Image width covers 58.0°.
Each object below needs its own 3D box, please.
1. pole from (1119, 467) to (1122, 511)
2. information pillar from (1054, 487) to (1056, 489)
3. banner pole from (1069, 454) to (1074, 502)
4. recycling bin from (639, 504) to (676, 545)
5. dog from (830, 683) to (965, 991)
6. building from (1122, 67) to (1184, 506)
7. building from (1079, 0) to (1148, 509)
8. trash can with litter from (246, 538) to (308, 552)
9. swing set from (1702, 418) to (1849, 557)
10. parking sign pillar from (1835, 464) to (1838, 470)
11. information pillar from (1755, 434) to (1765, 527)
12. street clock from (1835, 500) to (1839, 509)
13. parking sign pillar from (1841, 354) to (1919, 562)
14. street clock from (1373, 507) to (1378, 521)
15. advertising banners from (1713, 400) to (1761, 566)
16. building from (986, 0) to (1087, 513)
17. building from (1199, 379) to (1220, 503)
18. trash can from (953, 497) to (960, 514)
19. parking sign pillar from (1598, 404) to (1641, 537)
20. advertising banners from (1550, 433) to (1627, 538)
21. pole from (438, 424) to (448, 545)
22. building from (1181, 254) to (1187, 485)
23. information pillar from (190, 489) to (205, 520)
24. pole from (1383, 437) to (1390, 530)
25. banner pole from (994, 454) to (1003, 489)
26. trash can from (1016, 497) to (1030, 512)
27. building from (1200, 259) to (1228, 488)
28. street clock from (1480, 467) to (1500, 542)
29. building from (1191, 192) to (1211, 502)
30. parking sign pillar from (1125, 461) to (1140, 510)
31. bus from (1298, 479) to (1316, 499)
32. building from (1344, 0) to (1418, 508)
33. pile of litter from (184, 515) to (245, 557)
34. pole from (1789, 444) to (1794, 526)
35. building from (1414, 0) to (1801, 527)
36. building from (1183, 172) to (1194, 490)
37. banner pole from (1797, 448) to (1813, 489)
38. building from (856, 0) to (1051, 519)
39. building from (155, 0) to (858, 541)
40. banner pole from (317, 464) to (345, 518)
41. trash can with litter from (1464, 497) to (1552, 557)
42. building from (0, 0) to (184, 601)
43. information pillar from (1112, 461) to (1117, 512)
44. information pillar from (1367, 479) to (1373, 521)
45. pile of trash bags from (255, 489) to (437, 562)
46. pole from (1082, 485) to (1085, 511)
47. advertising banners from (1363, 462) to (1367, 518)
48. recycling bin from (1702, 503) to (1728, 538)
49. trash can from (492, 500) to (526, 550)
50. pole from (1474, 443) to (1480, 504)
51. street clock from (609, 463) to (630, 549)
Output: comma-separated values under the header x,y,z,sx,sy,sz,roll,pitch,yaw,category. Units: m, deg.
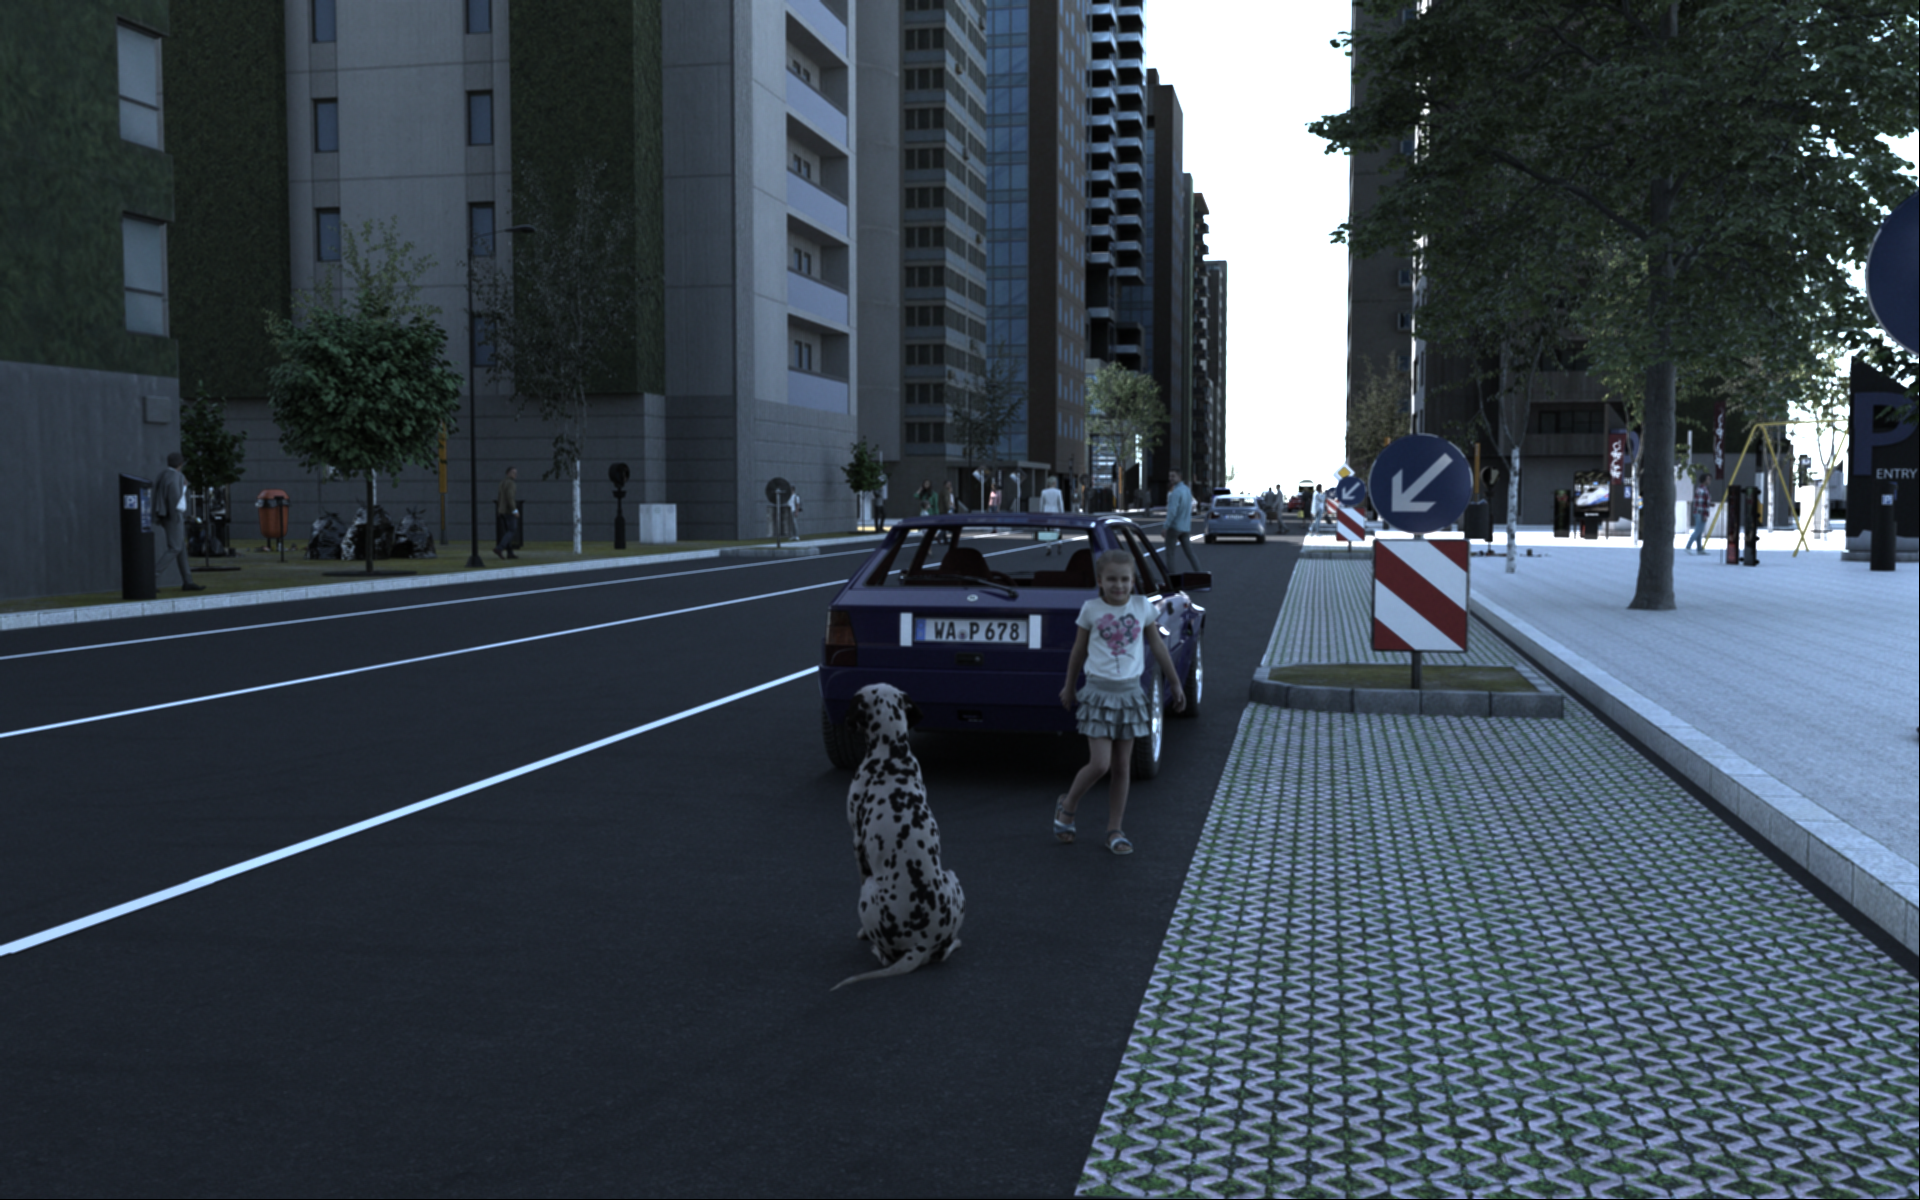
x,y,z,sx,sy,sz,roll,pitch,yaw,category
11.881,-8.210,128.083,0.158,3.312,0.155,0,3,0,pole
5.779,-6.274,107.077,0.304,2.012,0.304,-1,4,-10,information pillar
6.925,-7.194,107.635,0.401,3.779,0.863,1,4,23,banner pole
-7.729,-1.943,44.321,0.722,1.027,0.722,-2,4,-35,recycling bin
-0.253,0.703,5.348,0.513,0.831,0.800,1,4,20,dog
16.562,-32.853,187.261,14.600,45.320,14.200,1,4,12,building
7.363,-52.109,164.654,22.319,86.520,31.000,1,4,12,building
-15.296,-1.724,39.239,1.678,1.210,2.233,0,4,1,trash can with litter
18.092,-2.407,36.974,2.862,2.851,3.119,-1,4,-15,swing set
68.372,-8.985,135.379,1.447,3.967,1.447,-1,4,-20,parking sign pillar
30.953,-4.629,67.039,0.183,3.616,0.504,0,4,-2,information pillar
58.363,-6.766,115.199,0.358,2.002,0.471,-2,4,-23,street clock
17.721,-2.732,33.134,1.447,3.967,1.447,1,4,22,parking sign pillar
20.127,-4.853,83.922,0.358,2.002,0.471,-1,4,-17,street clock
14.138,-2.165,31.588,0.090,3.025,2.074,0,4,2,advertising banners
1.005,-28.812,121.188,14.600,45.320,14.200,1,4,12,building
26.674,-26.362,276.061,27.650,21.520,28.899,1,4,12,building
-0.391,-3.956,76.327,0.748,1.137,0.748,0,3,0,trash can
19.916,-3.891,52.094,1.447,3.967,1.447,-3,4,-36,parking sign pillar
18.246,-3.308,50.267,2.074,3.025,0.090,2,4,31,advertising banners
-12.982,-3.037,43.494,0.158,3.312,0.155,0,3,0,pole
18.779,-26.299,201.684,14.160,30.474,14.107,1,4,12,building
-21.123,-2.660,47.990,0.304,2.012,0.304,-3,5,-40,information pillar
15.298,-4.175,62.096,0.158,3.312,0.155,0,3,0,pole
2.360,-7.237,108.347,0.863,3.779,0.401,-2,4,-31,banner pole
3.142,-4.592,86.733,0.748,1.137,0.748,0,3,0,trash can
38.091,-37.395,294.999,14.154,41.232,14.086,1,4,12,building
14.045,-2.531,45.951,0.471,2.002,0.358,0,4,-1,street clock
23.871,-36.182,246.197,22.147,44.769,28.867,1,4,12,building
14.159,-9.454,143.044,1.447,3.967,1.447,-1,4,-18,parking sign pillar
56.836,-17.888,284.021,2.896,3.916,12.252,1,4,12,bus
40.340,-31.002,130.579,21.300,48.544,21.600,1,4,12,building
-15.518,-1.317,35.495,1.719,0.858,1.176,2,4,24,pile of litter
33.770,-4.682,70.393,0.158,3.312,0.155,0,3,0,pole
27.178,-18.561,75.178,14.107,30.474,14.160,1,4,12,building
21.346,-32.514,215.194,14.154,41.232,14.086,1,4,12,building
46.247,-6.401,94.672,0.863,3.779,0.401,3,4,38,banner pole
-11.686,-24.738,96.355,32.217,40.220,23.993,1,4,12,building
-18.209,-31.517,57.306,28.212,58.520,21.231,1,4,12,building
-15.507,-3.210,42.497,0.863,3.779,0.401,-3,5,-43,banner pole
11.089,-1.510,35.739,2.233,1.210,1.678,1,4,10,trash can with litter
-19.107,-20.434,17.695,14.154,41.232,14.086,1,4,12,building
10.984,-8.078,123.430,0.183,3.616,0.504,2,4,32,information pillar
19.703,-4.813,83.184,0.304,2.012,0.304,1,4,17,information pillar
-12.123,-1.477,33.900,1.912,1.369,3.447,3,4,37,pile of trash bags
9.280,-8.327,129.981,0.158,3.312,0.155,0,3,0,pole
21.895,-5.927,93.102,0.090,3.025,2.074,0,4,2,advertising banners
22.157,-2.341,50.830,0.722,1.027,0.722,1,4,10,recycling bin
-10.455,-1.745,40.185,0.748,1.137,0.748,0,3,0,trash can
20.665,-4.613,69.261,0.158,3.312,0.155,0,3,0,pole
-7.923,-2.186,40.310,0.358,2.002,0.471,2,4,32,street clock
